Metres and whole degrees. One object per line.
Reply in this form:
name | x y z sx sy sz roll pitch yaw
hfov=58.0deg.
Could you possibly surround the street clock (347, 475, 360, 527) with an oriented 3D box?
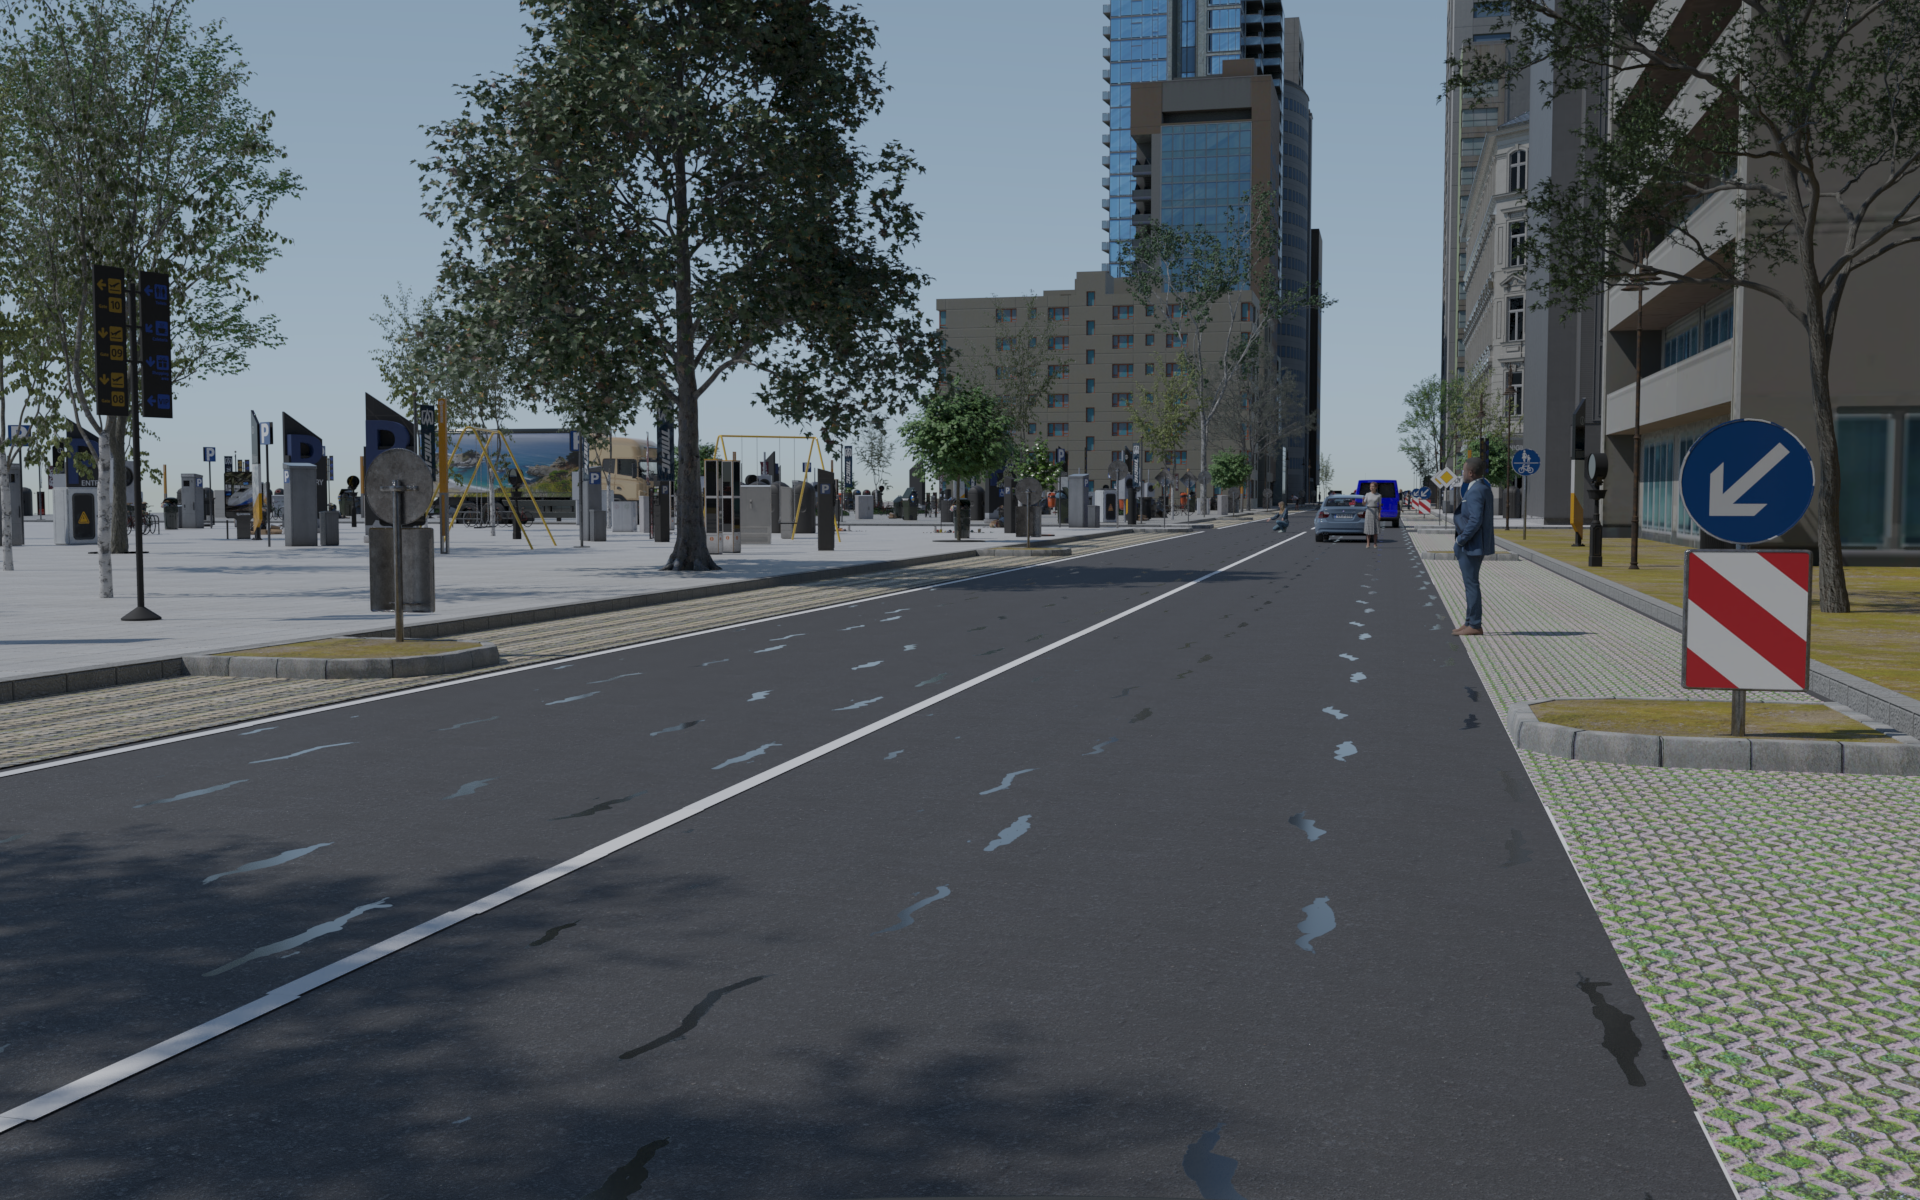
street clock | -23.434 -3.814 66.934 0.471 2.002 0.358 -1 4 -23

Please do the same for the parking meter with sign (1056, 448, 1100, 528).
parking meter with sign | 4.513 -4.257 65.862 1.738 3.016 0.543 2 4 35

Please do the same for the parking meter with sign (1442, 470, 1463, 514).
parking meter with sign | 32.520 -7.188 113.780 1.738 3.016 0.543 -2 4 -26

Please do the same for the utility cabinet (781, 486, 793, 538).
utility cabinet | -5.008 -2.536 50.140 0.318 1.500 1.173 0 4 -4

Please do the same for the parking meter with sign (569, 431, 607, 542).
parking meter with sign | -10.113 -3.124 47.334 0.543 3.016 1.738 -2 4 -31

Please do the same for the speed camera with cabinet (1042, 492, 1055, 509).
speed camera with cabinet | 7.451 -9.332 146.918 2.038 3.252 0.660 2 4 25

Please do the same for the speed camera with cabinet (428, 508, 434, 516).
speed camera with cabinet | -31.827 -6.603 102.292 0.660 3.252 2.038 -3 5 -44

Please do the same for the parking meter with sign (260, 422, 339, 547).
parking meter with sign | -16.180 -2.829 42.523 0.543 3.016 1.738 3 5 44

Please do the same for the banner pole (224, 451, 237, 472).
banner pole | -42.015 -6.724 99.953 0.863 3.779 0.401 -2 4 -35

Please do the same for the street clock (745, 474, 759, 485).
street clock | -7.697 -3.640 64.092 0.471 2.002 0.358 -3 4 -36

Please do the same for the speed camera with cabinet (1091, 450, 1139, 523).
speed camera with cabinet | 6.988 -5.118 78.008 2.038 3.252 0.660 -3 5 -41

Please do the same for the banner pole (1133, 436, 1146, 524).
banner pole | 7.668 -5.166 74.476 0.401 3.779 0.863 -2 4 -31

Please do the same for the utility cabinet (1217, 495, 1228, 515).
utility cabinet | 16.014 -5.770 105.496 0.306 1.237 1.020 2 4 31

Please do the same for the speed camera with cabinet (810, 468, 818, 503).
speed camera with cabinet | -11.451 -8.287 129.822 2.038 3.252 0.660 -2 4 -27

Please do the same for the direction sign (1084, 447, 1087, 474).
direction sign | 6.115 -5.641 84.235 0.379 3.537 0.876 1 4 10

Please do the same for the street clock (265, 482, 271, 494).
street clock | -41.136 -6.018 102.957 0.358 2.002 0.471 -2 4 -29

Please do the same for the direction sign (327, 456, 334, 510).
direction sign | -37.170 -6.729 102.016 0.876 3.537 0.379 2 4 33

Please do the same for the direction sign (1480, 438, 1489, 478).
direction sign | 21.102 -4.757 69.776 0.379 3.537 0.876 3 5 39

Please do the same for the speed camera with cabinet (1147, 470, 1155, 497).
speed camera with cabinet | 14.634 -8.871 139.382 2.038 3.252 0.660 -1 4 -18

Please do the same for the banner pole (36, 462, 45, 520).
banner pole | -45.837 -5.892 86.346 0.401 3.779 0.863 -1 4 -18

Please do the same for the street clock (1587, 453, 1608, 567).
street clock | 11.222 -1.588 30.531 0.358 2.002 0.471 0 4 2

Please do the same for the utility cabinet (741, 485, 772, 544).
utility cabinet | -5.377 -2.151 43.844 1.173 1.500 0.318 0 4 -2

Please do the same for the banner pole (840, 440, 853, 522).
banner pole | -5.196 -5.427 78.752 0.863 3.779 0.401 3 4 36

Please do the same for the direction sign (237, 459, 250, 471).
direction sign | -46.876 -7.425 113.402 0.876 3.537 0.379 1 4 12

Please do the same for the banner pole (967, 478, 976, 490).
banner pole | 0.787 -8.356 126.640 0.863 3.779 0.401 0 4 7

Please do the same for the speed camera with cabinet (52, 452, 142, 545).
speed camera with cabinet | -22.196 -3.063 44.414 0.660 3.252 2.038 2 4 25

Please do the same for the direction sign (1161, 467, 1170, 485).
direction sign | 17.482 -9.514 147.546 0.876 3.537 0.379 3 5 39

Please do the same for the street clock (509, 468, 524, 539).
street clock | -12.560 -2.721 49.057 0.358 2.002 0.471 -3 5 -43

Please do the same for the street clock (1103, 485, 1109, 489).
street clock | 11.111 -7.787 131.887 0.471 2.002 0.358 1 4 13

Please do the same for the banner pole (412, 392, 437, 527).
banner pole | -13.200 -3.217 42.616 0.401 3.779 0.863 2 4 31

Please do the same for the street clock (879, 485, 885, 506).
street clock | -6.497 -8.505 143.632 0.471 2.002 0.358 1 4 13

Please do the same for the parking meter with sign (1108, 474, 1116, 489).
parking meter with sign | 11.877 -8.114 128.930 1.738 3.016 0.543 -2 4 -32

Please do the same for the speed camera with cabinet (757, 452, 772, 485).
speed camera with cabinet | -9.835 -5.305 81.067 2.038 3.252 0.660 0 4 -3

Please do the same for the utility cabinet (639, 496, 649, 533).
utility cabinet | -10.453 -2.843 57.637 0.306 1.237 1.020 -1 4 -18

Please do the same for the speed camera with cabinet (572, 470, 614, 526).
speed camera with cabinet | -14.481 -4.528 68.362 0.660 3.252 2.038 2 4 23

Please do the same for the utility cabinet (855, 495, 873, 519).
utility cabinet | -4.899 -4.745 88.748 1.020 1.237 0.306 -3 5 -44

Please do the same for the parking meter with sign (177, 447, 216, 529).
parking meter with sign | -28.501 -4.162 64.313 1.738 3.016 0.543 1 4 19

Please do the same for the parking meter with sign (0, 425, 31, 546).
parking meter with sign | -23.651 -2.849 42.846 0.543 3.016 1.738 0 4 -1

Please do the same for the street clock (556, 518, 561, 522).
street clock | -18.761 -4.673 80.965 0.358 2.002 0.471 0 4 3

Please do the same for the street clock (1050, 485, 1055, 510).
street clock | 7.388 -8.255 139.540 0.471 2.002 0.358 -1 4 -19

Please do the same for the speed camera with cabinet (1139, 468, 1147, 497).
speed camera with cabinet | 12.868 -8.335 130.614 2.038 3.252 0.660 2 4 33

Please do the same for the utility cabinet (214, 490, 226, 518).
utility cabinet | -43.076 -5.679 101.527 1.173 1.500 0.318 -2 4 -31

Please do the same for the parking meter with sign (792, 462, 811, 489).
parking meter with sign | -8.930 -6.087 95.782 0.543 3.016 1.738 -3 5 -39

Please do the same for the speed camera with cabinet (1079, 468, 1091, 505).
speed camera with cabinet | 9.496 -8.351 130.869 2.038 3.252 0.660 -2 4 -29

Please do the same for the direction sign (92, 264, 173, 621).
direction sign | -8.340 -1.562 17.537 0.379 3.537 0.876 2 4 26

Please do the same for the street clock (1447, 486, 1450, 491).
street clock | 35.375 -7.398 125.534 0.358 2.002 0.471 0 4 -5

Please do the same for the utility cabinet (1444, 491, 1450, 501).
utility cabinet | 33.089 -6.603 116.636 1.173 1.500 0.318 -2 4 -35

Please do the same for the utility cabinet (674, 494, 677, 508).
utility cabinet | -20.559 -7.247 127.162 0.318 1.500 1.173 2 4 31

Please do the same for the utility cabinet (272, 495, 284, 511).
utility cabinet | -39.123 -5.425 99.856 1.020 1.237 0.306 -1 4 -21
